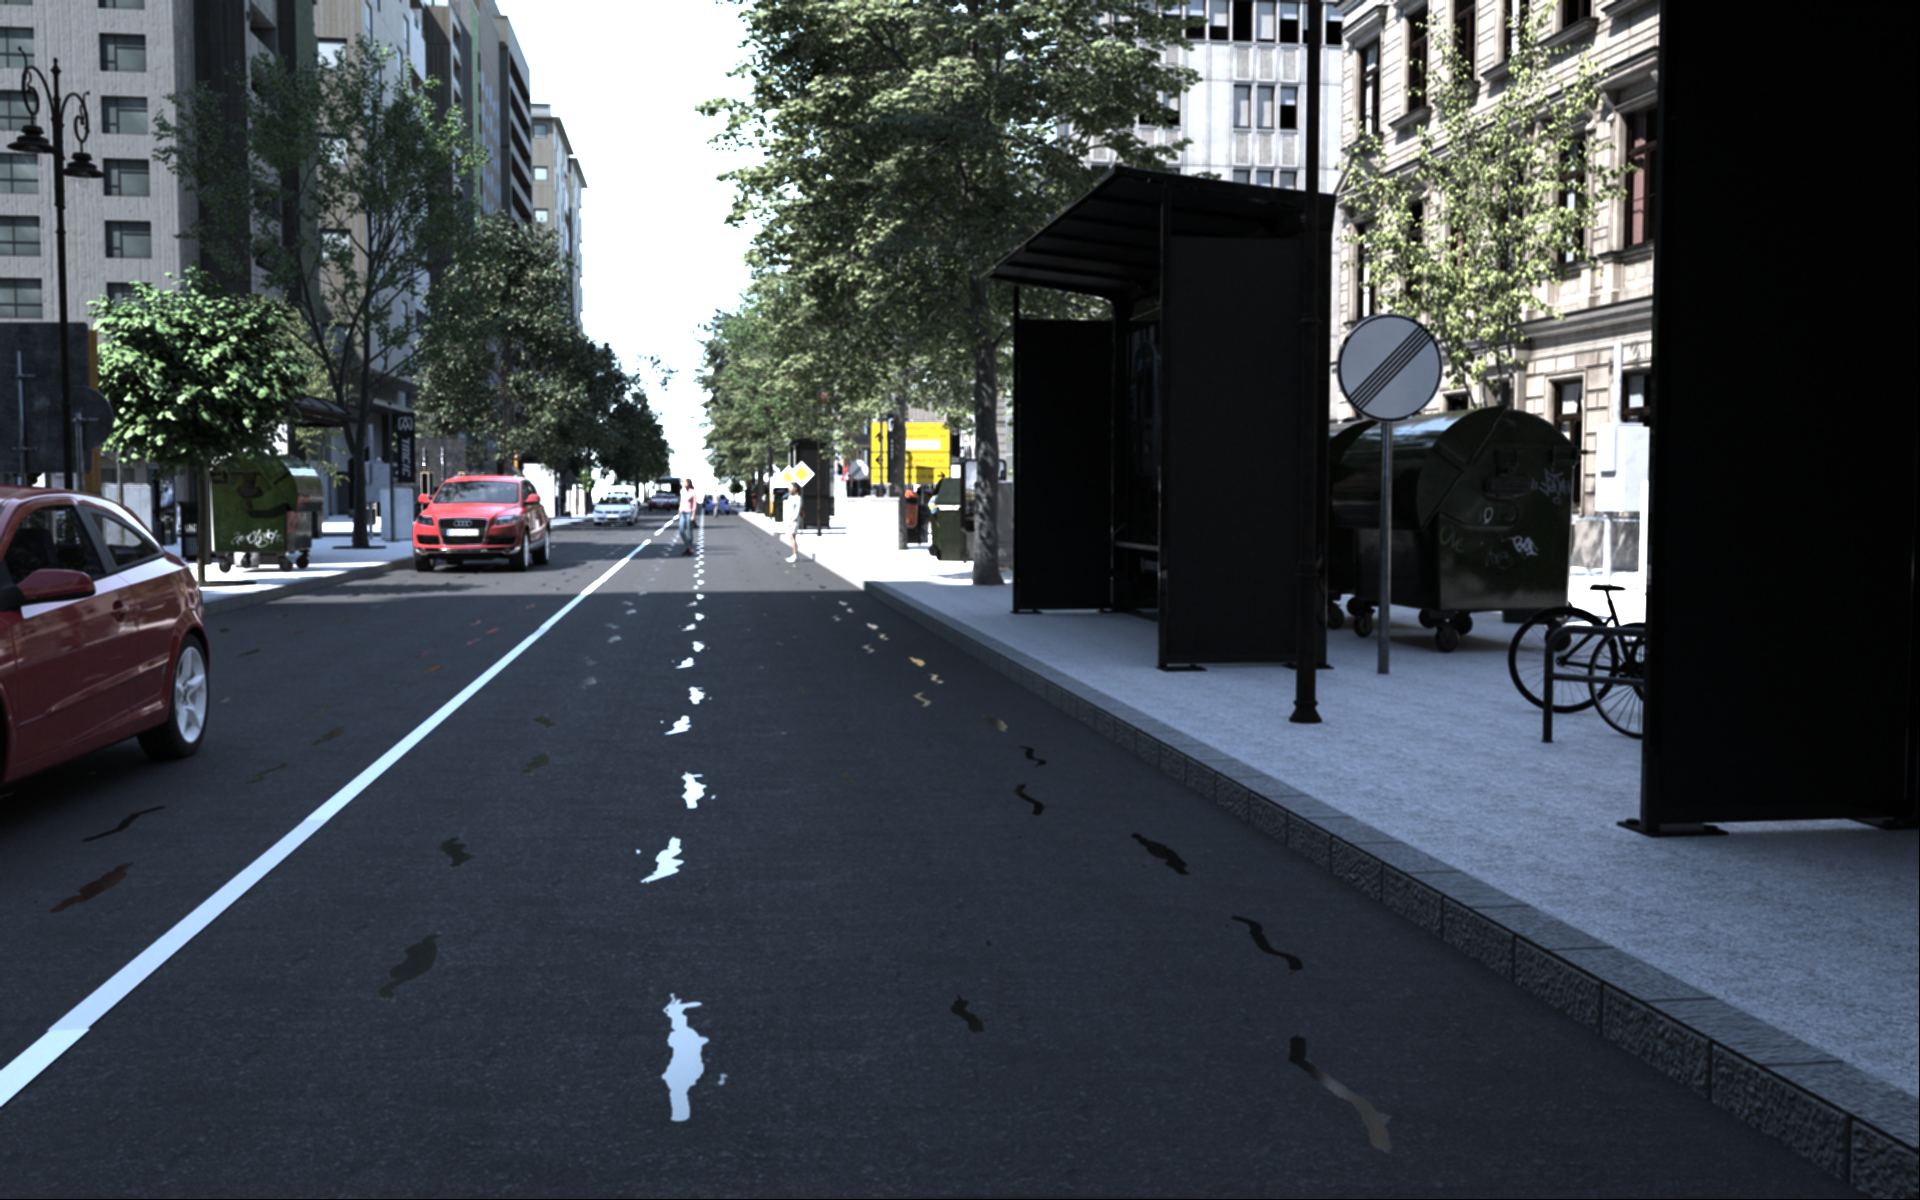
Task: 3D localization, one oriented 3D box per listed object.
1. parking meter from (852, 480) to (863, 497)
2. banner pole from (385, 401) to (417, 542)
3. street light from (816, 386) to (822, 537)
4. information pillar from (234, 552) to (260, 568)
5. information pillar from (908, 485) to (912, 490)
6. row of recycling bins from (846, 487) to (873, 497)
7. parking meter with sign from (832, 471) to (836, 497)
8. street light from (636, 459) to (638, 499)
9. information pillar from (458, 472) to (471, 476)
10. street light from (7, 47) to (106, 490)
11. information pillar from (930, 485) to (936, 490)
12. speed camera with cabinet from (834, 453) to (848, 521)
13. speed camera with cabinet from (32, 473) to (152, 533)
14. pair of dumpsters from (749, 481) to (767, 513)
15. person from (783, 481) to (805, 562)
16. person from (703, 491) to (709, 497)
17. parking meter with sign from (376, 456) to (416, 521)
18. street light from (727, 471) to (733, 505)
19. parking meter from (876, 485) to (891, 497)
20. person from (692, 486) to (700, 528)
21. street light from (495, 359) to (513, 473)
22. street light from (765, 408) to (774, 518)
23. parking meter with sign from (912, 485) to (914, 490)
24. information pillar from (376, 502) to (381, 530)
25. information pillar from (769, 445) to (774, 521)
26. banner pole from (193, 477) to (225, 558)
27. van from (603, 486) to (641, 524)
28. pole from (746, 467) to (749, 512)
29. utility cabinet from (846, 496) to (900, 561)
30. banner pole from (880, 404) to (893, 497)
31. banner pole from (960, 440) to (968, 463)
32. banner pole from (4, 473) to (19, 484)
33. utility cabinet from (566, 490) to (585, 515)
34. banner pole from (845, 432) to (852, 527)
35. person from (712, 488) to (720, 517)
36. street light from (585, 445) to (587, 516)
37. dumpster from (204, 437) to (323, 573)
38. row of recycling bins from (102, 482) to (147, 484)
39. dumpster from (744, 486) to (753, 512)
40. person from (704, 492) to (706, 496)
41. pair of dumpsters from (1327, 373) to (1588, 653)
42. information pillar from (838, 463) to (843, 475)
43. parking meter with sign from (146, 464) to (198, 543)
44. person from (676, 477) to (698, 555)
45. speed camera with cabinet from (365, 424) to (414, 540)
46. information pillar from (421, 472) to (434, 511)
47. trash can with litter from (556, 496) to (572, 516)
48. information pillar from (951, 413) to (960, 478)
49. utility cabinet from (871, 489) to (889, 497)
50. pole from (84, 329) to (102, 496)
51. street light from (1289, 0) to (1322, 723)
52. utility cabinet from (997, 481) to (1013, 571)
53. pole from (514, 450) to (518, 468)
[{"bbox_3d":[-3.954,-3.743,66.909,0.399,1.863,0.255,-2,4,-34],"label":"parking meter"},{"bbox_3d":[-15.036,-3.457,46.532,0.863,3.779,0.401,-2,4,-24],"label":"banner pole"},{"bbox_3d":[-4.206,-4.821,51.615,0.468,5.910,1.993,-1,4,-8],"label":"street light"},{"bbox_3d":[-12.388,-1.562,30.038,0.304,2.012,0.304,1,4,11],"label":"information pillar"},{"bbox_3d":[-3.373,-7.024,119.336,0.304,2.012,0.304,3,5,41],"label":"information pillar"},{"bbox_3d":[-5.631,-6.112,107.036,3.534,1.692,1.069,1,4,17],"label":"row of recycling bins"},{"bbox_3d":[-9.232,-8.168,129.801,0.543,3.016,1.738,-1,4,-9],"label":"parking meter with sign"},{"bbox_3d":[-33.004,-12.472,176.712,0.468,5.910,1.993,-1,4,-8],"label":"street light"},{"bbox_3d":[-16.706,-3.302,58.475,0.304,2.012,0.304,3,4,36],"label":"information pillar"},{"bbox_3d":[-9.581,-2.797,18.524,0.468,5.910,1.993,-1,4,-8],"label":"street light"},{"bbox_3d":[-1.289,-4.982,85.939,0.304,2.012,0.304,2,4,35],"label":"information pillar"},{"bbox_3d":[-5.726,-5.441,83.297,0.660,3.252,2.038,0,4,-4],"label":"speed camera with cabinet"},{"bbox_3d":[-14.414,-2.097,28.624,0.660,3.252,2.038,2,4,24],"label":"speed camera with cabinet"},{"bbox_3d":[-13.678,-7.136,119.162,1.574,2.255,4.437,-1,4,-9],"label":"pair of dumpsters"},{"bbox_3d":[-3.547,-1.679,36.953,0.522,1.701,0.512,-3,4,-38],"label":"person"},{"bbox_3d":[-35.828,-14.528,245.665,1.348,1.869,0.705,-1,4,-15],"label":"person"},{"bbox_3d":[-26.346,-5.181,80.974,0.543,3.016,1.738,3,5,42],"label":"parking meter with sign"},{"bbox_3d":[-27.586,-14.486,209.630,0.468,5.910,1.993,-1,4,-8],"label":"street light"},{"bbox_3d":[-2.793,-3.239,61.362,0.372,1.533,0.369,0,3,0],"label":"parking meter"},{"bbox_3d":[-11.232,-3.923,73.043,0.661,1.777,0.834,3,4,36],"label":"person"},{"bbox_3d":[-15.616,-5.300,59.451,0.468,5.910,1.993,-1,4,-8],"label":"street light"},{"bbox_3d":[-10.210,-7.329,92.612,0.468,5.910,1.993,-1,4,-8],"label":"street light"},{"bbox_3d":[-2.900,-7.298,115.583,0.543,3.016,1.738,-1,4,-18],"label":"parking meter with sign"},{"bbox_3d":[-20.711,-3.519,62.028,0.304,2.012,0.304,2,4,30],"label":"information pillar"},{"bbox_3d":[-9.072,-5.624,83.303,0.183,3.616,0.504,-1,4,-11],"label":"information pillar"},{"bbox_3d":[-14.914,-2.718,34.458,0.401,3.779,0.863,2,4,25],"label":"banner pole"},{"bbox_3d":[-16.744,-4.792,85.363,2.013,2.044,4.112,-1,4,-10],"label":"van"},{"bbox_3d":[-15.303,-8.012,124.844,0.158,3.312,0.155,0,3,0],"label":"pole"},{"bbox_3d":[-1.685,-1.364,33.457,1.020,1.237,0.306,0,4,-6],"label":"utility cabinet"},{"bbox_3d":[-1.921,-3.507,47.358,0.863,3.779,0.401,0,4,4],"label":"banner pole"},{"bbox_3d":[0.167,-5.544,80.657,0.401,3.779,0.863,-2,4,-33],"label":"banner pole"},{"bbox_3d":[-16.721,-2.486,30.666,0.863,3.779,0.401,1,4,21],"label":"banner pole"},{"bbox_3d":[-23.253,-5.889,104.961,1.173,1.500,0.318,1,4,13],"label":"utility cabinet"},{"bbox_3d":[-4.312,-4.783,68.219,0.401,3.779,0.863,0,4,4],"label":"banner pole"},{"bbox_3d":[-15.074,-6.044,107.526,0.606,1.804,0.583,2,4,25],"label":"person"},{"bbox_3d":[-21.913,-7.860,101.302,0.468,5.910,1.993,-1,4,-8],"label":"street light"},{"bbox_3d":[-11.599,-1.613,28.873,1.502,2.255,1.985,-1,4,-8],"label":"dumpster"},{"bbox_3d":[-28.950,-3.218,59.730,1.069,1.692,3.534,2,4,24],"label":"row of recycling bins"},{"bbox_3d":[-14.699,-7.167,122.931,1.264,1.857,1.865,-1,4,-8],"label":"dumpster"},{"bbox_3d":[-35.956,-14.390,244.687,0.541,1.710,0.530,1,4,15],"label":"person"},{"bbox_3d":[4.053,-0.826,15.991,1.574,2.255,4.437,-1,4,-8],"label":"pair of dumpsters"},{"bbox_3d":[-8.567,-8.052,123.005,0.504,3.616,0.183,-1,4,-9],"label":"information pillar"},{"bbox_3d":[-20.756,-2.981,45.003,1.738,3.016,0.543,-1,4,-21],"label":"parking meter with sign"},{"bbox_3d":[-6.445,-1.977,40.827,0.555,1.821,0.388,1,4,23],"label":"person"},{"bbox_3d":[-16.076,-3.326,48.710,0.660,3.252,2.038,-3,5,-42],"label":"speed camera with cabinet"},{"bbox_3d":[-17.991,-3.306,58.539,0.304,2.012,0.304,1,4,16],"label":"information pillar"},{"bbox_3d":[-22.725,-5.362,99.059,0.624,1.170,1.055,3,4,39],"label":"trash can with litter"},{"bbox_3d":[-0.211,-3.557,49.516,0.504,3.616,0.183,0,4,2],"label":"information pillar"},{"bbox_3d":[-3.582,-4.208,77.479,0.318,1.500,1.173,-2,4,-34],"label":"utility cabinet"},{"bbox_3d":[-10.829,-1.697,21.595,0.158,3.312,0.155,0,3,0],"label":"pole"},{"bbox_3d":[1.949,-2.251,9.592,0.468,5.910,1.993,-1,4,-8],"label":"street light"},{"bbox_3d":[0.968,-1.226,28.721,1.173,1.500,0.318,-1,4,-21],"label":"utility cabinet"},{"bbox_3d":[-20.632,-5.304,80.566,0.158,3.312,0.155,0,3,0],"label":"pole"}]
